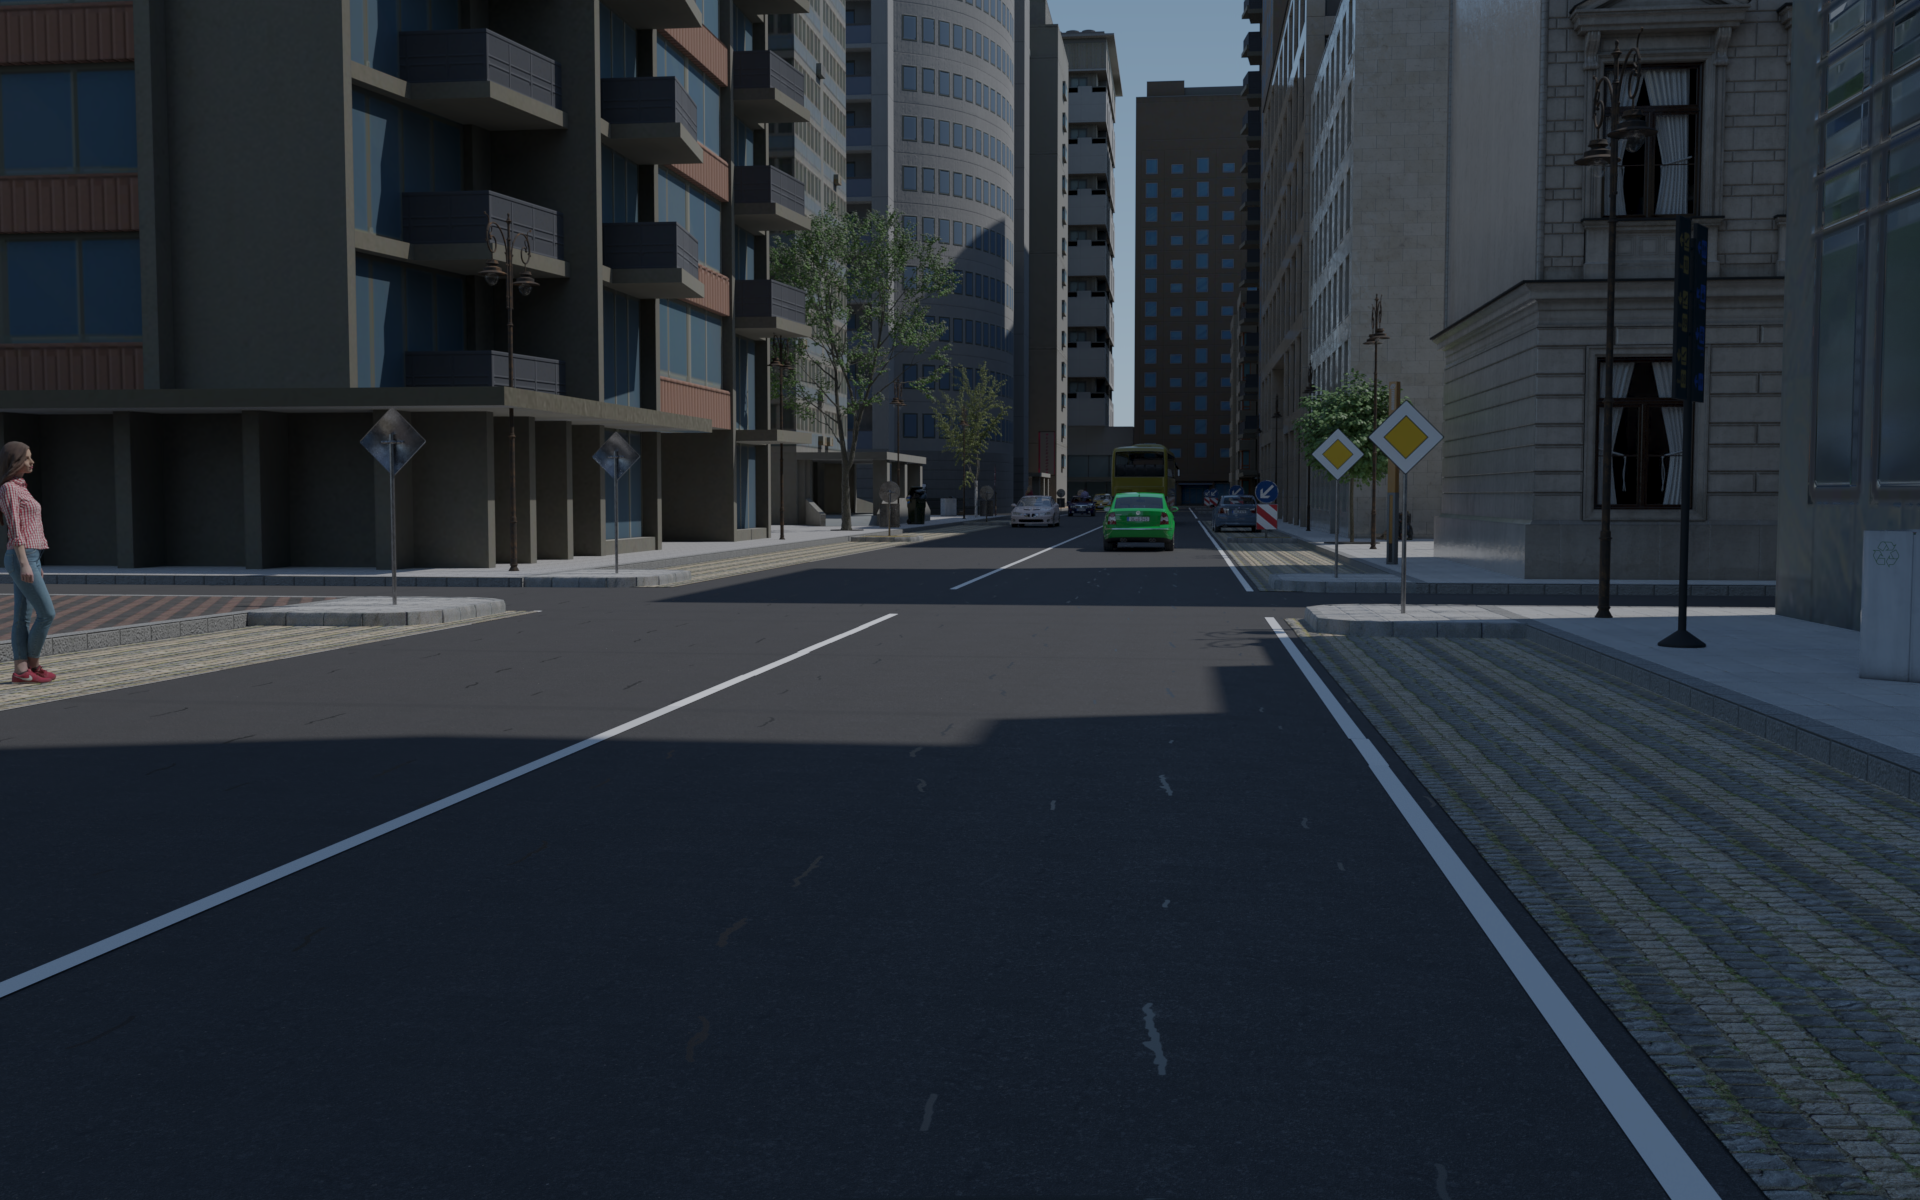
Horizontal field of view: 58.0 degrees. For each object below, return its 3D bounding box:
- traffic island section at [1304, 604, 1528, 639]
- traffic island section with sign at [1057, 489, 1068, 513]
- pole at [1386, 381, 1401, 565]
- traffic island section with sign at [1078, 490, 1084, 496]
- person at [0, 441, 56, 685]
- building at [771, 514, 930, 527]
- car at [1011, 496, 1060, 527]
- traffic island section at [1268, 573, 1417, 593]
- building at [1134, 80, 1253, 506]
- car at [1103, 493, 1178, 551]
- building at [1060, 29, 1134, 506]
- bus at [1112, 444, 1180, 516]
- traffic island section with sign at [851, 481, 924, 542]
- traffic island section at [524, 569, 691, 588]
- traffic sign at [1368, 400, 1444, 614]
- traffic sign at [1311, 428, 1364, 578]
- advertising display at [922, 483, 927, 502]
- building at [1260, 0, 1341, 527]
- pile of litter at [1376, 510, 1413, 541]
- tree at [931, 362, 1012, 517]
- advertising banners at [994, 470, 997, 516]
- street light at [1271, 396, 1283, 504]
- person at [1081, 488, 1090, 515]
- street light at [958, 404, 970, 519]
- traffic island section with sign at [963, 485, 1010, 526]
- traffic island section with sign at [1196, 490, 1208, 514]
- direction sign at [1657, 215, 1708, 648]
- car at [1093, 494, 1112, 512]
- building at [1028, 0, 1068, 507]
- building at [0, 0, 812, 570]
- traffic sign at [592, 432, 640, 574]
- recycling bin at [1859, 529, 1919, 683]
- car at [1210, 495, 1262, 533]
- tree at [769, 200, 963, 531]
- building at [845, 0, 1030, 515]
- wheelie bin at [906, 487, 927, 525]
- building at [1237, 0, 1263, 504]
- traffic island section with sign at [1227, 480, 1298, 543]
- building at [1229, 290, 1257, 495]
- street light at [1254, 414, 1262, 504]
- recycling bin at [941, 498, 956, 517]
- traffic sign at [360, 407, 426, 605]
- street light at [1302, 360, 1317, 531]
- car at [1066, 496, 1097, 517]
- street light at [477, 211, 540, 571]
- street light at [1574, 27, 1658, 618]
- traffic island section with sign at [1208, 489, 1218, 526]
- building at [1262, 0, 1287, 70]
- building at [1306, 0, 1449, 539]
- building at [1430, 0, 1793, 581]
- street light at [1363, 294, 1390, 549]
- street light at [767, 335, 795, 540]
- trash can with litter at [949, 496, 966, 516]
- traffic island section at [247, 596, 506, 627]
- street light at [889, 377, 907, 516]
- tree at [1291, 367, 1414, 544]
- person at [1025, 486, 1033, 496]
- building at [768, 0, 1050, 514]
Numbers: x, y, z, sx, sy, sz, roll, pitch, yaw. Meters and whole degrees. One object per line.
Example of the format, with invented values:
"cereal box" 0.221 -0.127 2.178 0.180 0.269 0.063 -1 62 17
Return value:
"traffic island section" 4.783 0.224 18.622 2.009 0.180 2.903 0 4 7
"traffic island section with sign" 7.601 -7.391 129.473 1.989 1.847 2.006 0 4 7
"pole" 7.874 -2.301 31.459 0.158 3.312 0.155 0 3 0
"traffic island section with sign" 10.986 -9.027 156.216 1.989 1.847 2.006 0 4 7
"person" -6.989 -0.272 12.957 0.388 1.821 0.555 -2 4 -33
"building" -18.274 -23.567 77.209 32.217 40.220 23.993 0 4 7
"car" 3.341 -3.886 75.903 2.083 1.381 4.827 0 4 8
"traffic island section" 5.785 -0.261 26.544 2.009 0.180 2.903 0 4 7
"building" 26.547 -33.067 190.752 14.200 45.320 14.600 0 4 7
"car" 4.673 -2.210 44.928 1.959 1.807 4.718 0 4 7
"building" 6.583 -37.346 199.851 27.495 52.752 28.713 0 4 7
"bus" 9.051 -5.666 84.191 2.896 3.916 12.252 1 4 9
"traffic island section with sign" -2.152 -2.674 52.348 1.989 1.847 2.006 0 4 7
"traffic island section" -5.566 -0.349 27.979 2.009 0.180 2.903 0 4 7
"traffic sign" 4.759 -0.912 18.548 0.795 2.450 0.064 0 4 7
"traffic sign" 5.760 -1.396 26.470 0.795 2.450 0.064 0 4 7
"advertising display" -2.477 -5.988 103.120 0.974 1.923 0.123 0 4 -5
"building" 24.865 -16.977 82.089 19.350 26.468 34.151 0 4 7
"pile of litter" 12.190 -2.118 48.599 1.176 0.858 1.719 2 4 32
"tree" 0.651 -8.855 95.137 4.737 8.622 4.395 0 3 0
"advertising banners" 2.047 -6.348 99.982 0.090 3.025 2.074 0 4 3
"street light" 14.567 -6.543 79.773 0.468 5.910 1.993 0 4 7
"person" 8.699 -6.849 120.344 0.709 1.838 0.599 1 4 9
"street light" 0.211 -7.114 89.098 0.468 5.910 1.993 0 4 7
"traffic island section with sign" 1.238 -4.310 79.090 1.989 1.847 2.006 0 4 7
"traffic island section with sign" 18.557 -7.271 127.508 1.989 1.847 2.006 0 4 7
"direction sign" 6.081 -1.375 14.485 0.379 3.537 0.876 3 4 37
"car" 11.259 -7.730 136.606 2.015 1.641 3.980 1 4 9
"building" -0.731 -33.301 168.172 21.600 48.544 21.300 0 4 7
"building" -16.098 -23.702 42.153 22.147 44.769 28.867 0 4 7
"traffic sign" -5.542 -1.485 27.915 0.795 2.450 0.064 0 4 7
"recycling bin" 6.746 0.036 11.972 0.722 1.027 0.722 -3 4 -38
"car" 10.442 -3.263 65.347 2.014 1.417 4.499 0 4 7
"tree" -3.876 -8.233 60.360 9.928 11.665 9.643 0 3 0
"building" -6.981 -35.169 117.017 21.231 58.520 28.212 0 4 7
"wheelie bin" -1.806 -3.991 73.156 0.980 1.594 0.693 -3 5 -42
"building" 32.517 -29.126 130.829 22.147 44.769 28.867 0 4 7
"traffic island section with sign" 8.880 -2.590 50.980 1.989 1.847 2.006 0 4 7
"building" 39.299 -19.248 159.742 27.650 21.520 28.899 0 4 7
"street light" 17.138 -7.756 99.597 0.468 5.910 1.993 0 4 7
"recycling bin" -0.657 -5.315 99.447 0.722 1.027 0.722 -1 4 -23
"traffic sign" -6.543 -1.000 19.992 0.795 2.450 0.064 0 4 7
"street light" 12.091 -5.330 59.936 0.468 5.910 1.993 0 4 7
"car" 7.858 -6.062 111.698 1.945 1.354 3.894 0 4 5
"street light" -7.425 -3.417 28.651 0.468 5.910 1.993 0 4 7
"street light" 6.684 -2.753 17.806 0.468 5.910 1.993 0 4 7
"traffic island section with sign" 12.273 -4.226 77.721 1.989 1.847 2.006 0 4 7
"building" 26.416 -28.123 109.917 14.600 45.320 14.200 0 4 7
"building" 17.399 -12.371 57.013 10.420 20.320 16.860 0 4 7
"building" 18.090 -10.056 29.035 19.286 19.102 10.561 0 4 7
"street light" 9.609 -4.117 40.101 0.468 5.910 1.993 0 4 7
"street light" -4.999 -4.630 48.493 0.468 5.910 1.993 0 4 7
"trash can with litter" -0.236 -5.586 102.710 1.055 1.170 0.624 -2 4 -27
"traffic island section" -6.568 0.136 20.057 2.009 0.180 2.903 0 4 7
"street light" -2.438 -5.849 68.419 0.468 5.910 1.993 0 4 7
"tree" 10.258 -3.740 44.860 4.285 4.588 4.351 0 3 0
"person" 3.283 -4.486 81.814 0.573 1.828 0.580 -1 4 -21
"building" -8.880 -27.710 144.944 32.217 40.220 23.993 0 4 7
